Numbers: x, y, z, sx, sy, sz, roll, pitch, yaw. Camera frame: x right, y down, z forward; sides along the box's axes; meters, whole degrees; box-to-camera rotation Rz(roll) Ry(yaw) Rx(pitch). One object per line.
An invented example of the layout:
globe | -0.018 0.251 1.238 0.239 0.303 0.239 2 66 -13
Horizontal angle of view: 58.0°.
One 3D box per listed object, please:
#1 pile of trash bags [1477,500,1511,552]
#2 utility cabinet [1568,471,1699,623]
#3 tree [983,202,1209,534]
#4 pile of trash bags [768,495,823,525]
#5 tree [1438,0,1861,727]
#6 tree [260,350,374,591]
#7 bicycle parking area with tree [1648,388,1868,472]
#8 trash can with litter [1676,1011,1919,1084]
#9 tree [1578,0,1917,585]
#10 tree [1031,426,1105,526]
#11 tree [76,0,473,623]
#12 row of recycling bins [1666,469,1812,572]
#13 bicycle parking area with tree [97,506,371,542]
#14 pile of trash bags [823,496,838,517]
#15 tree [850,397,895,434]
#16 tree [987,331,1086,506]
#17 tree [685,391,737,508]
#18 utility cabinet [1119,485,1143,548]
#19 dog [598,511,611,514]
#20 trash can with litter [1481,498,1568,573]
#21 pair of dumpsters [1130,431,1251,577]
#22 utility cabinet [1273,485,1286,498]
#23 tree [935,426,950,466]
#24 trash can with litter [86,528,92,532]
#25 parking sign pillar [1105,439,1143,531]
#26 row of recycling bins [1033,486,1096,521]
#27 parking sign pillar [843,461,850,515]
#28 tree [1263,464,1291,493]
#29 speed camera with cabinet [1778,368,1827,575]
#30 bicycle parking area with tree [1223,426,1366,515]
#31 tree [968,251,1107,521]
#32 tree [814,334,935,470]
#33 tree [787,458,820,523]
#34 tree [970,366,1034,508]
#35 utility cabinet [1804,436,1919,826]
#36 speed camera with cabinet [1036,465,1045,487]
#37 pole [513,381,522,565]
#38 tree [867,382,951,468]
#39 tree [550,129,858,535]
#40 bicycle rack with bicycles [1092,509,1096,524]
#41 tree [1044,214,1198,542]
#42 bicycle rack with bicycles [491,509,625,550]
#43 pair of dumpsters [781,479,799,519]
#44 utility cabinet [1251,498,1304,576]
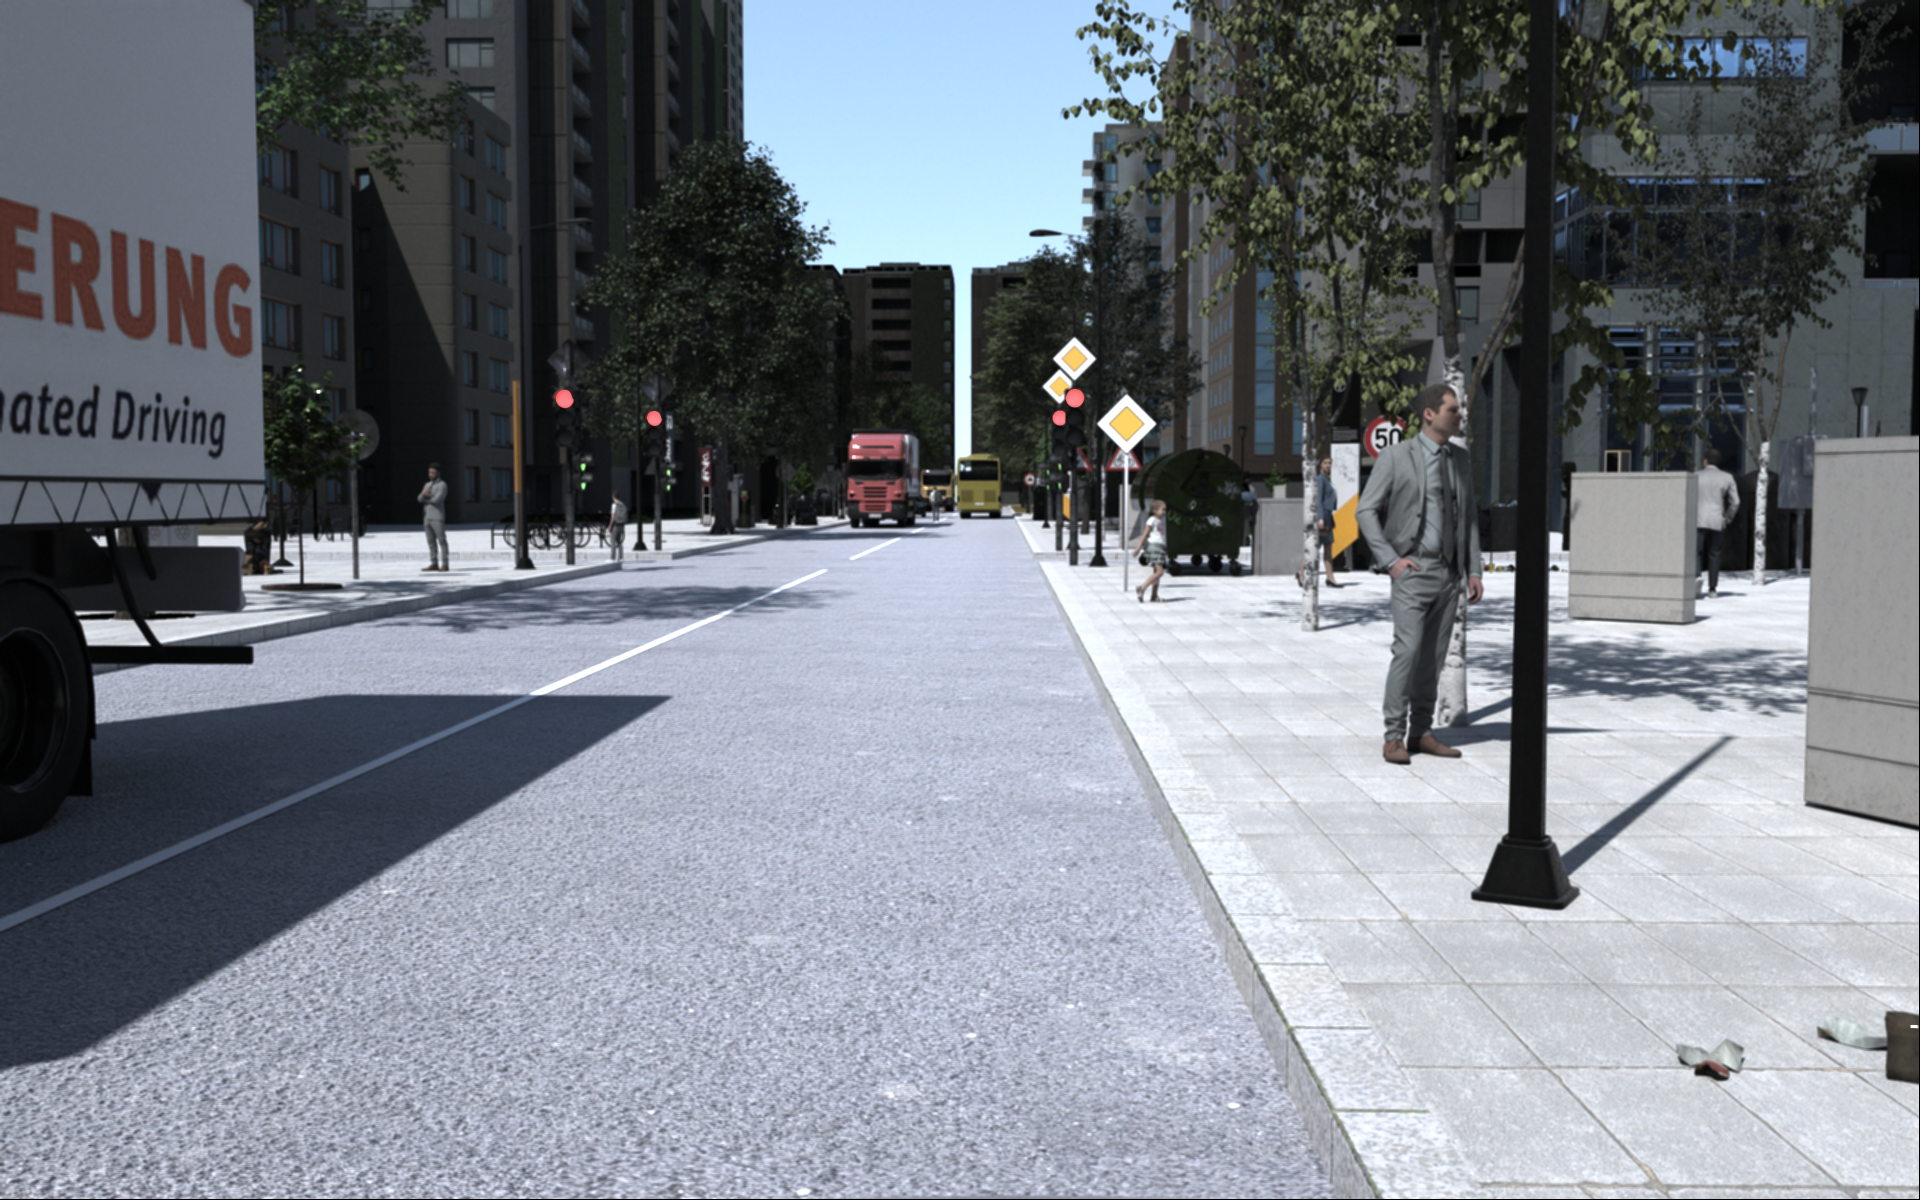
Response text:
pile of trash bags | 11.517 -1.841 39.859 1.912 1.369 3.447 -2 4 -25
utility cabinet | 6.764 -0.535 17.419 1.173 1.500 0.318 3 5 44
tree | 4.314 -7.360 54.744 7.601 10.594 8.767 0 4 -4
pile of trash bags | -7.555 -3.772 71.432 3.447 1.369 1.912 0 4 0
tree | 2.913 -3.598 9.197 4.737 8.622 4.395 0 3 0
tree | -8.771 -1.759 23.368 1.663 3.219 1.824 0 3 0
bicycle parking area with tree | 21.679 -3.683 47.212 8.231 4.147 9.016 2 4 24
trash can with litter | 2.684 0.464 3.475 2.233 1.210 1.678 2 4 33
tree | 11.219 -4.528 24.389 4.360 8.622 3.978 0 3 0
tree | 4.427 -5.259 69.705 4.285 4.588 4.351 0 3 0
tree | -8.609 -5.602 17.355 9.928 11.665 9.643 0 3 0
row of recycling bins | 13.207 -1.360 29.350 3.534 1.692 1.069 -2 4 -23
bicycle parking area with tree | -20.908 -3.766 48.571 8.231 4.147 9.016 0 4 1
pile of trash bags | -7.125 -5.472 99.214 3.447 1.369 1.912 -1 4 -16
tree | -5.930 -10.536 122.626 4.737 8.622 4.395 0 3 0
tree | 8.154 -19.952 182.110 12.611 20.169 13.585 0 3 0
tree | -15.913 -9.934 112.788 4.737 8.622 4.395 0 3 0
utility cabinet | 4.352 -1.957 40.677 1.173 1.500 0.318 1 4 22
dog | -16.526 -3.900 80.601 0.540 0.507 0.406 -1 4 -21
trash can with litter | 9.450 -1.075 28.629 2.233 1.210 1.678 1 4 20
pair of dumpsters | 3.791 -1.612 28.850 1.574 2.255 4.437 0 4 1
utility cabinet | 7.577 -1.987 41.167 0.318 1.500 1.173 1 4 10
tree | -5.085 -14.217 166.859 8.767 10.594 7.601 -1 4 -9
trash can with litter | -11.784 -0.680 22.509 0.624 1.170 1.055 0 4 -6
parking sign pillar | 5.771 -4.440 61.061 1.447 3.967 1.447 -1 4 -10
row of recycling bins | 5.122 -4.754 84.835 3.534 1.692 1.069 3 4 36
parking sign pillar | -6.690 -7.359 108.784 1.447 3.967 1.447 3 4 36
tree | 20.145 -7.128 111.136 1.663 3.219 1.824 0 3 0
speed camera with cabinet | 14.107 -2.023 27.407 2.038 3.252 0.660 0 4 5
bicycle parking area with tree | 14.599 -5.324 74.047 8.231 4.147 9.016 0 4 7
tree | 3.927 -9.996 81.554 7.486 12.596 7.792 0 3 0
tree | -5.549 -10.160 100.535 7.601 10.594 8.767 0 4 1
tree | -6.752 -5.023 76.731 1.663 3.219 1.824 0 3 0
tree | 6.017 -15.718 163.647 9.857 13.997 8.962 0 3 0
utility cabinet | 3.796 0.129 6.564 0.318 1.500 1.173 -1 4 -18
speed camera with cabinet | 5.297 -6.429 99.445 2.038 3.252 0.660 1 4 22
pole | -7.959 -2.292 31.311 0.158 3.312 0.155 0 3 0
tree | -4.864 -14.045 155.395 9.928 11.665 9.643 0 3 0
tree | -7.600 -8.423 54.716 9.611 12.733 9.660 0 3 0
bicycle rack with bicycles | 7.214 -3.797 75.462 2.852 0.926 2.925 3 4 38
tree | 4.064 -5.893 46.713 4.360 8.622 3.978 0 3 0
bicycle rack with bicycles | -9.780 -1.685 40.934 2.925 0.926 2.852 2 4 31
pair of dumpsters | -9.226 -5.246 88.264 1.574 2.255 4.437 0 4 2
utility cabinet | 5.119 -0.991 27.369 1.020 1.237 0.306 -1 4 -19
